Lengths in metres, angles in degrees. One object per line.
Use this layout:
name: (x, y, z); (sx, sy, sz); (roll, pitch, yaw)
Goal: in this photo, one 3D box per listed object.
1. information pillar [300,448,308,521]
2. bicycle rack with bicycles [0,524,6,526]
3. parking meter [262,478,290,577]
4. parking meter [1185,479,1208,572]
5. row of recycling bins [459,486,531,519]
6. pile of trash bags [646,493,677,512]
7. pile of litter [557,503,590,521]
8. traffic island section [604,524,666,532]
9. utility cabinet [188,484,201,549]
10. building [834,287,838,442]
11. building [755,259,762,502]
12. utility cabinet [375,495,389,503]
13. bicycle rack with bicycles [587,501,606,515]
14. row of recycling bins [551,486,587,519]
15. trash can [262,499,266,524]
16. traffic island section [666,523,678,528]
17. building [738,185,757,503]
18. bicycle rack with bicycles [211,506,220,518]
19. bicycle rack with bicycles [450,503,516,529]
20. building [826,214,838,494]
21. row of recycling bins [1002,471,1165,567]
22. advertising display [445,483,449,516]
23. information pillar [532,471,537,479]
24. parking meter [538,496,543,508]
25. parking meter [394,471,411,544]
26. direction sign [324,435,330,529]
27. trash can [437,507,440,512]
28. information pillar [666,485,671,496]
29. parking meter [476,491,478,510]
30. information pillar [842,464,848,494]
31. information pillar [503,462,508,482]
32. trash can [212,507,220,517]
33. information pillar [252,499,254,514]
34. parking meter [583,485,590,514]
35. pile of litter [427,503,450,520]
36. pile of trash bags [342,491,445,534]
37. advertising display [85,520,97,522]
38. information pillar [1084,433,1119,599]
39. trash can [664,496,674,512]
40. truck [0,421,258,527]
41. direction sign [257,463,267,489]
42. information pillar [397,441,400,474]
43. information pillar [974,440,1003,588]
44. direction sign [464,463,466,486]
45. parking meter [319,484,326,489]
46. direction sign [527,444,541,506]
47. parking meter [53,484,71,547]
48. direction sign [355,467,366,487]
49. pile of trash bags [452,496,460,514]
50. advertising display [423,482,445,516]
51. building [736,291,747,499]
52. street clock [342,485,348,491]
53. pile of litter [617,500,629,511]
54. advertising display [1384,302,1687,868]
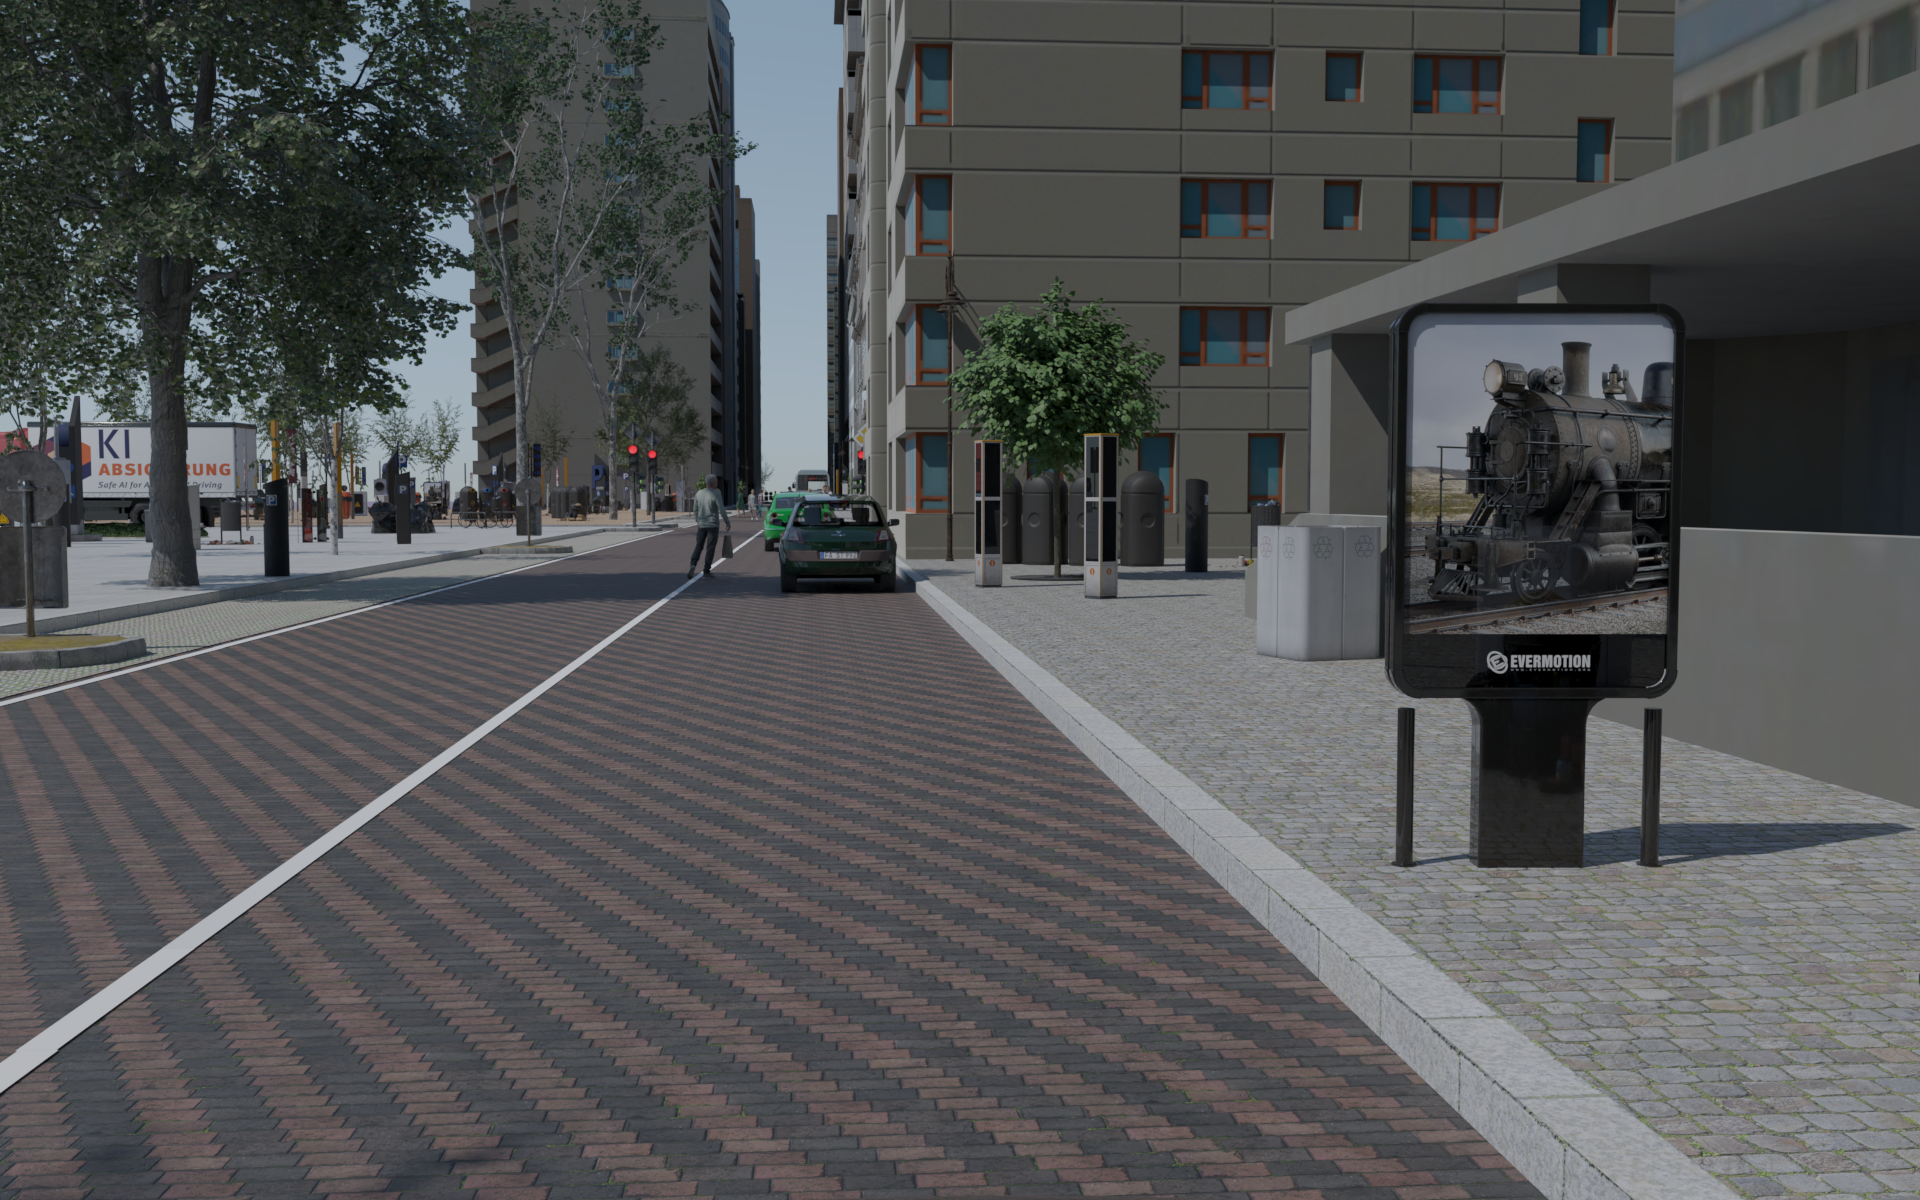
information pillar: (-30.931, -5.523, 81.659); (0.183, 3.616, 0.504); (1, 4, 12)
bicycle rack with bicycles: (-17.695, -1.030, 30.215); (2.925, 0.926, 2.852); (-1, 4, -10)
parking meter: (-10.678, -1.140, 27.043); (0.372, 1.533, 0.369); (0, 3, 0)
parking meter: (3.889, -1.226, 28.458); (0.372, 1.533, 0.369); (0, 3, 0)
row of recycling bins: (-23.877, -5.007, 88.970); (3.534, 1.692, 1.069); (-1, 4, -20)
pile of trash bags: (-21.523, -7.166, 126.921); (1.912, 1.369, 3.447); (1, 4, 17)
pile of litter: (-18.251, -4.176, 82.248); (1.719, 0.858, 1.176); (1, 4, 18)
traffic island section: (-12.533, -2.710, 66.583); (2.009, 0.180, 2.903); (0, 4, -5)
utility cabinet: (-17.921, -1.901, 39.760); (1.173, 1.500, 0.318); (2, 4, 35)
building: (-10.541, -28.745, 241.687); (14.160, 30.474, 14.107); (0, 4, -5)
building: (-40.890, -37.255, 292.713); (14.154, 41.232, 14.086); (0, 4, -5)
utility cabinet: (-31.990, -5.177, 95.809); (1.020, 1.237, 0.306); (3, 5, 43)
bicycle rack with bicycles: (-23.369, -5.707, 106.691); (2.852, 0.926, 2.925); (-2, 4, -31)
row of recycling bins: (-20.438, -5.087, 90.291); (1.069, 1.692, 3.534); (-2, 4, -33)
trash can: (-21.199, -2.564, 53.575); (0.748, 1.137, 0.748); (0, 3, 0)
traffic island section: (-13.206, -3.196, 74.540); (2.009, 0.180, 2.903); (0, 4, -5)
building: (-37.083, -36.933, 253.959); (14.600, 45.320, 14.200); (0, 4, -5)
bicycle rack with bicycles: (-40.471, -4.871, 93.030); (2.925, 0.926, 2.852); (-1, 4, -16)
bicycle rack with bicycles: (-17.835, -3.159, 65.037); (2.925, 0.926, 2.852); (2, 4, 30)
building: (-12.576, -34.967, 255.308); (14.154, 41.232, 14.086); (0, 4, -5)
row of recycling bins: (2.003, -1.482, 31.337); (3.534, 1.692, 1.069); (2, 4, 24)
advertising display: (-30.283, -5.930, 102.172); (0.123, 1.923, 0.974); (-1, 4, -8)
information pillar: (-36.197, -9.566, 147.756); (0.504, 3.616, 0.183); (-1, 4, -18)
parking meter: (-34.319, -8.313, 141.624); (0.255, 1.863, 0.399); (1, 4, 23)
parking meter: (-14.265, -2.361, 44.316); (0.399, 1.863, 0.255); (-1, 4, -19)
direction sign: (-23.360, -4.395, 63.855); (0.379, 3.537, 0.876); (-2, 4, -26)
trash can: (-32.842, -5.913, 108.339); (0.748, 1.137, 0.748); (0, 3, 0)
information pillar: (-23.027, -8.095, 136.848); (0.304, 2.012, 0.304); (3, 5, 42)
parking meter: (-37.749, -7.735, 134.884); (0.372, 1.533, 0.369); (0, 3, 0)
information pillar: (-9.084, -8.905, 136.947); (0.504, 3.616, 0.183); (2, 4, 28)
information pillar: (-33.085, -8.248, 126.206); (0.504, 3.616, 0.183); (3, 5, 43)
trash can: (-41.284, -5.184, 96.406); (0.748, 1.137, 0.748); (0, 3, 0)
information pillar: (-44.398, -6.394, 109.028); (0.304, 2.012, 0.304); (-2, 4, -31)
parking meter: (-24.079, -6.476, 111.595); (0.399, 1.863, 0.255); (1, 4, 18)
pile of litter: (-26.183, -4.403, 85.950); (1.719, 0.858, 1.176); (2, 4, 24)
pile of trash bags: (-18.902, -2.875, 56.761); (3.447, 1.369, 1.912); (1, 4, 9)
advertising display: (-40.331, -4.581, 80.114); (0.974, 1.923, 0.123); (1, 4, 17)
information pillar: (1.729, -1.022, 21.210); (0.304, 2.012, 0.304); (-3, 4, -39)
trash can: (-20.925, -6.903, 124.520); (0.748, 1.137, 0.748); (0, 3, 0)
truck: (-33.761, -4.847, 68.162); (11.283, 4.237, 2.839); (0, 4, -3)
direction sign: (-49.847, -8.039, 123.434); (0.876, 3.537, 0.379); (0, 4, 4)
information pillar: (-24.553, -5.161, 75.731); (0.183, 3.616, 0.504); (-1, 4, -15)
information pillar: (0.392, -1.180, 23.779); (0.304, 2.012, 0.304); (-1, 4, -20)
direction sign: (-36.087, -8.219, 126.378); (0.379, 3.537, 0.876); (-1, 4, -21)
parking meter: (-35.323, -5.527, 96.080); (0.399, 1.863, 0.255); (1, 4, 16)
direction sign: (-19.212, -5.241, 77.683); (0.876, 3.537, 0.379); (-2, 4, -35)
parking meter: (-21.663, -2.040, 41.766); (0.372, 1.533, 0.369); (0, 3, 0)
direction sign: (-49.741, -9.284, 143.797); (0.876, 3.537, 0.379); (0, 4, -6)
pile of trash bags: (-33.339, -6.183, 110.850); (3.447, 1.369, 1.912); (0, 4, -3)
advertising display: (-27.726, -5.254, 91.118); (0.974, 1.923, 0.123); (0, 4, 1)
building: (-36.895, -28.592, 239.176); (14.160, 30.474, 14.107); (0, 4, -5)
street clock: (-49.614, -8.259, 139.596); (0.471, 2.002, 0.358); (0, 4, -1)
pile of litter: (-26.244, -7.357, 134.252); (1.176, 0.858, 1.719); (0, 4, 3)
advertising display: (1.956, -0.044, 5.931); (0.974, 1.923, 0.123); (0, 4, 0)
